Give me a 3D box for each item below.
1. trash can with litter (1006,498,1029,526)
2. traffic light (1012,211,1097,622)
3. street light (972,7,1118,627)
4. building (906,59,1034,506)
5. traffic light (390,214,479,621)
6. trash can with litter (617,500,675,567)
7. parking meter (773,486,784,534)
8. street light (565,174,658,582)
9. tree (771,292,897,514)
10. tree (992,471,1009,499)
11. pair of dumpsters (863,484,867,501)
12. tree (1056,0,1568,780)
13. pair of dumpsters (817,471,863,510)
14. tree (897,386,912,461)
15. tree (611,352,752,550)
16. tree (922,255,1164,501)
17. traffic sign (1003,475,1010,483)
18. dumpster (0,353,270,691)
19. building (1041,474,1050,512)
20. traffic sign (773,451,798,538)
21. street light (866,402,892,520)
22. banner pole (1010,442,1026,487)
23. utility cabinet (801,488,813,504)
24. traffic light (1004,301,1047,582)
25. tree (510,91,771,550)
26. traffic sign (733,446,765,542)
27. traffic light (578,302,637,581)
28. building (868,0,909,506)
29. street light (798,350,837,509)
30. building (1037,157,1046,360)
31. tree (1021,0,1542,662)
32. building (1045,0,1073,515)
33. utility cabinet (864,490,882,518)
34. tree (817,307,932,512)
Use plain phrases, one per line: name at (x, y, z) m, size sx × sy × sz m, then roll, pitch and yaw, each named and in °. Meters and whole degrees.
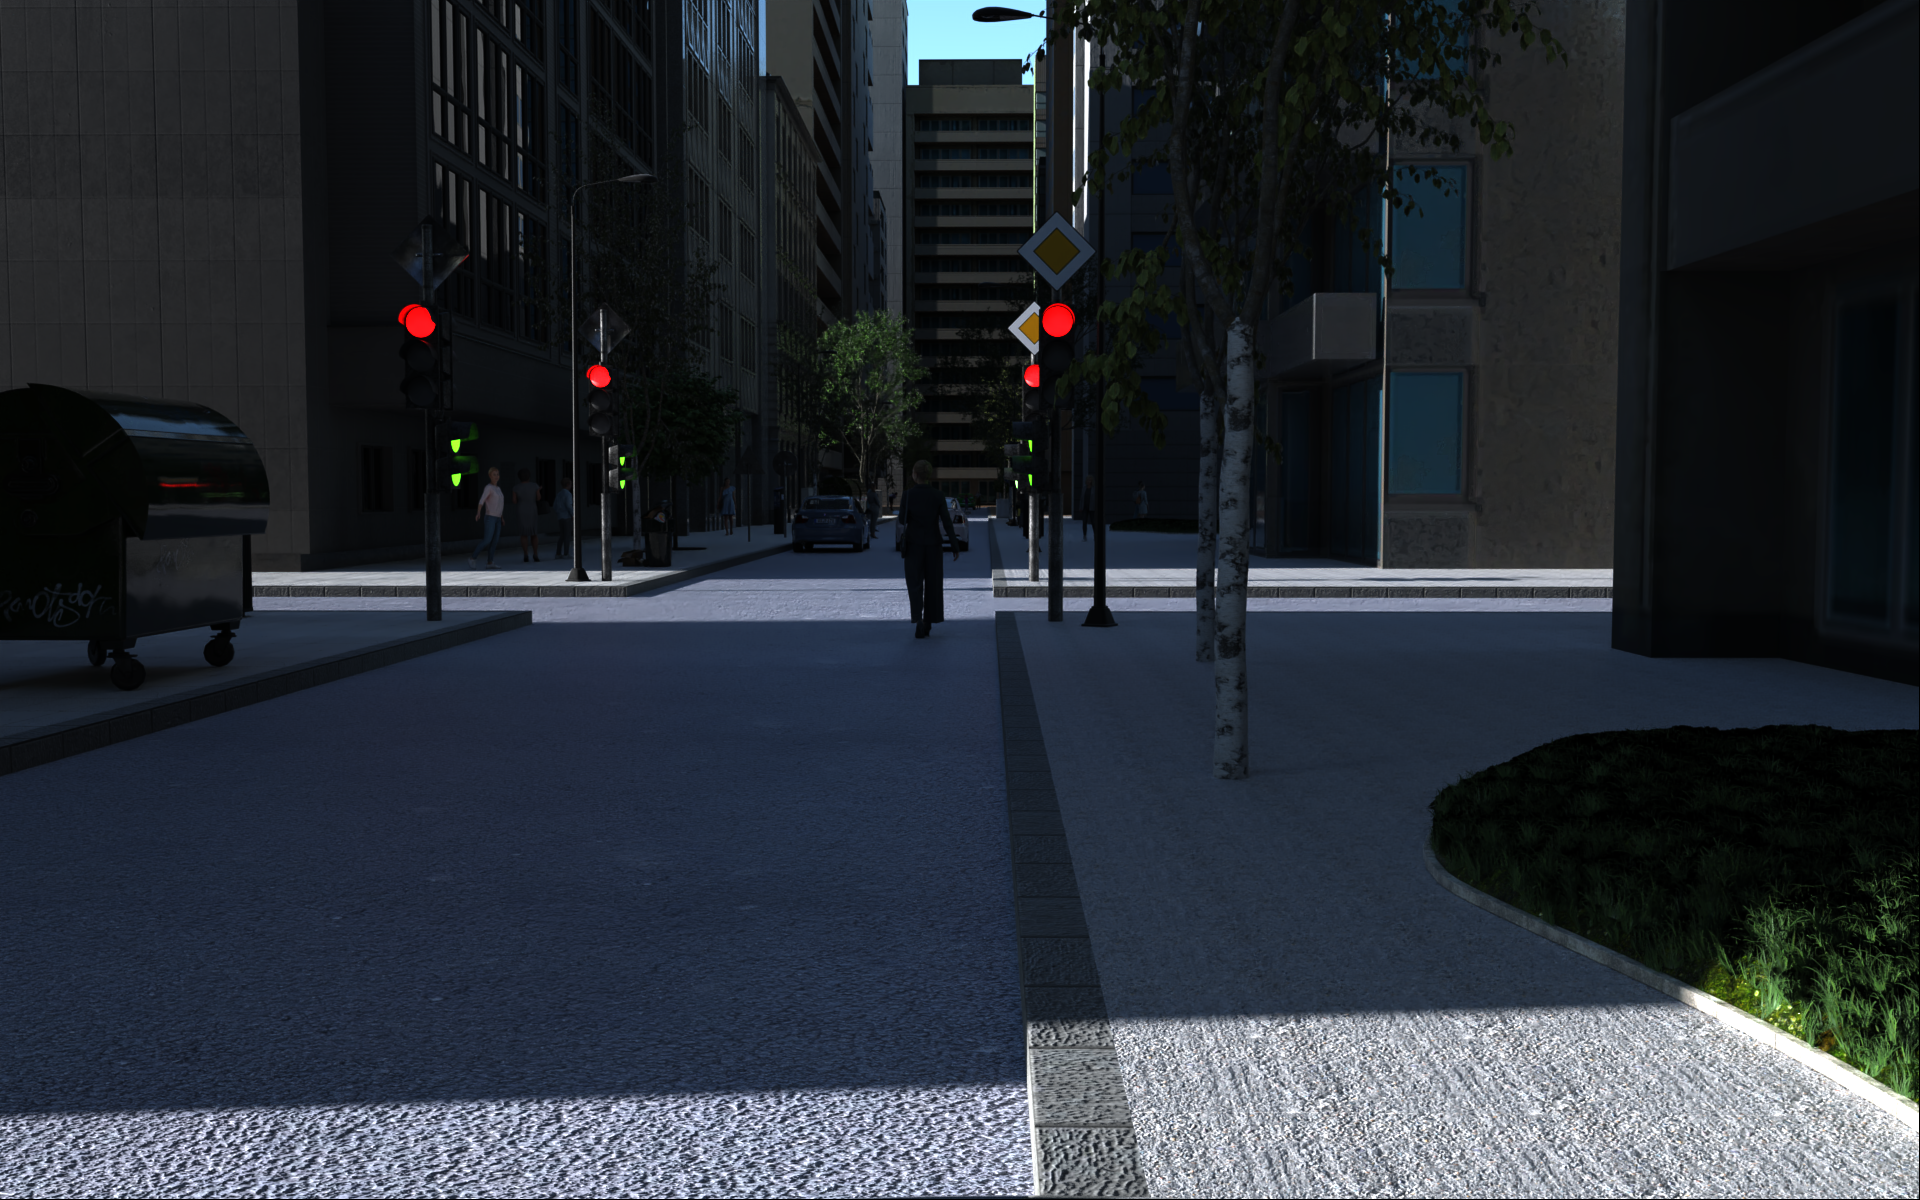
trash can with litter at (2.410, -3.614, 70.478) m, size 1.055 × 1.170 × 0.624 m, roll -3°, pitch 5°, yaw -40°
traffic light at (0.946, -1.740, 17.369) m, size 0.839 × 4.253 × 0.868 m, roll 0°, pitch 4°, yaw 1°
street light at (0.818, -2.700, 16.686) m, size 1.470 × 5.913 × 1.316 m, roll 0°, pitch 4°, yaw 1°
building at (4.857, -35.076, 197.192) m, size 21.600 × 48.544 × 21.300 m, roll 0°, pitch 4°, yaw 1°
traffic light at (-5.315, -1.745, 17.448) m, size 0.839 × 4.253 × 0.868 m, roll 0°, pitch 4°, yaw 1°
trash can with litter at (-5.556, -1.173, 30.560) m, size 1.055 × 1.170 × 0.624 m, roll 1°, pitch 4°, yaw 20°
parking meter at (-5.776, -2.877, 55.447) m, size 0.372 × 1.533 × 0.369 m, roll 0°, pitch 3°, yaw 0°
street light at (-5.084, -3.228, 25.322) m, size 1.470 × 5.913 × 1.316 m, roll 0°, pitch 4°, yaw 1°
tree at (-5.182, -6.964, 64.220) m, size 4.360 × 8.622 × 3.978 m, roll 0°, pitch 3°, yaw 0°
tree at (3.664, -9.688, 152.997) m, size 1.663 × 3.219 × 1.824 m, roll 0°, pitch 3°, yaw 0°
pair of dumpsters at (-4.941, -4.487, 75.852) m, size 1.574 × 2.255 × 4.437 m, roll 0°, pitch 4°, yaw 1°
tree at (1.406, -3.510, 7.756) m, size 4.737 × 8.622 × 4.395 m, roll 0°, pitch 3°, yaw 0°
pair of dumpsters at (-5.024, -4.189, 70.991) m, size 1.574 × 2.255 × 4.437 m, roll 0°, pitch 4°, yaw 1°
tree at (-5.183, -9.391, 103.913) m, size 4.360 × 8.622 × 3.978 m, roll 0°, pitch 3°, yaw 0°
tree at (-6.507, -3.441, 39.979) m, size 4.285 × 4.588 × 4.351 m, roll 0°, pitch 3°, yaw 0°
tree at (2.856, -7.854, 62.819) m, size 8.767 × 10.594 × 7.601 m, roll -1°, pitch 4°, yaw -13°
traffic sign at (2.513, -5.191, 84.981) m, size 0.768 × 2.556 × 0.104 m, roll 0°, pitch 4°, yaw 6°
dumpster at (-5.920, -0.582, 12.017) m, size 1.502 × 2.255 × 1.985 m, roll 0°, pitch 4°, yaw 1°
building at (22.285, -26.877, 131.322) m, size 32.217 × 40.220 × 23.993 m, roll 0°, pitch 4°, yaw 1°
traffic sign at (-5.148, -3.110, 50.953) m, size 0.768 × 2.556 × 0.104 m, roll 1°, pitch 4°, yaw 9°
street light at (-4.131, -7.011, 87.169) m, size 1.470 × 5.913 × 1.316 m, roll 0°, pitch 4°, yaw 1°
banner pole at (2.494, -5.080, 73.070) m, size 0.863 × 3.779 × 0.401 m, roll 0°, pitch 4°, yaw -5°
utility cabinet at (-5.226, -3.074, 58.932) m, size 0.318 × 1.500 × 1.173 m, roll 0°, pitch 4°, yaw 3°
traffic light at (1.067, -2.228, 25.353) m, size 0.839 × 4.253 × 0.868 m, roll 0°, pitch 4°, yaw 1°
tree at (-6.059, -4.988, 31.910) m, size 4.360 × 8.622 × 3.978 m, roll 0°, pitch 3°, yaw 0°
traffic sign at (-5.662, -2.841, 46.462) m, size 0.884 × 2.594 × 0.081 m, roll 0°, pitch 4°, yaw 3°
traffic light at (-5.194, -2.233, 25.432) m, size 0.839 × 4.253 × 0.868 m, roll 0°, pitch 4°, yaw 1°
building at (-20.054, -40.046, 196.758) m, size 28.212 × 58.520 × 21.231 m, roll 0°, pitch 4°, yaw 1°
street light at (-4.656, -5.107, 56.043) m, size 1.470 × 5.913 × 1.316 m, roll 0°, pitch 4°, yaw 1°
building at (13.642, -23.196, 150.948) m, size 14.160 × 30.474 × 14.107 m, roll 0°, pitch 4°, yaw 1°
tree at (2.131, -3.835, 13.072) m, size 4.360 × 8.622 × 3.978 m, roll 0°, pitch 3°, yaw 0°
building at (12.703, -28.265, 112.249) m, size 14.600 × 45.320 × 14.200 m, roll 0°, pitch 4°, yaw 1°
utility cabinet at (-4.588, -5.073, 91.626) m, size 0.318 × 1.500 × 1.173 m, roll 3°, pitch 4°, yaw 37°
tree at (-5.338, -10.422, 96.162) m, size 9.928 × 11.665 × 9.643 m, roll 0°, pitch 3°, yaw 0°
